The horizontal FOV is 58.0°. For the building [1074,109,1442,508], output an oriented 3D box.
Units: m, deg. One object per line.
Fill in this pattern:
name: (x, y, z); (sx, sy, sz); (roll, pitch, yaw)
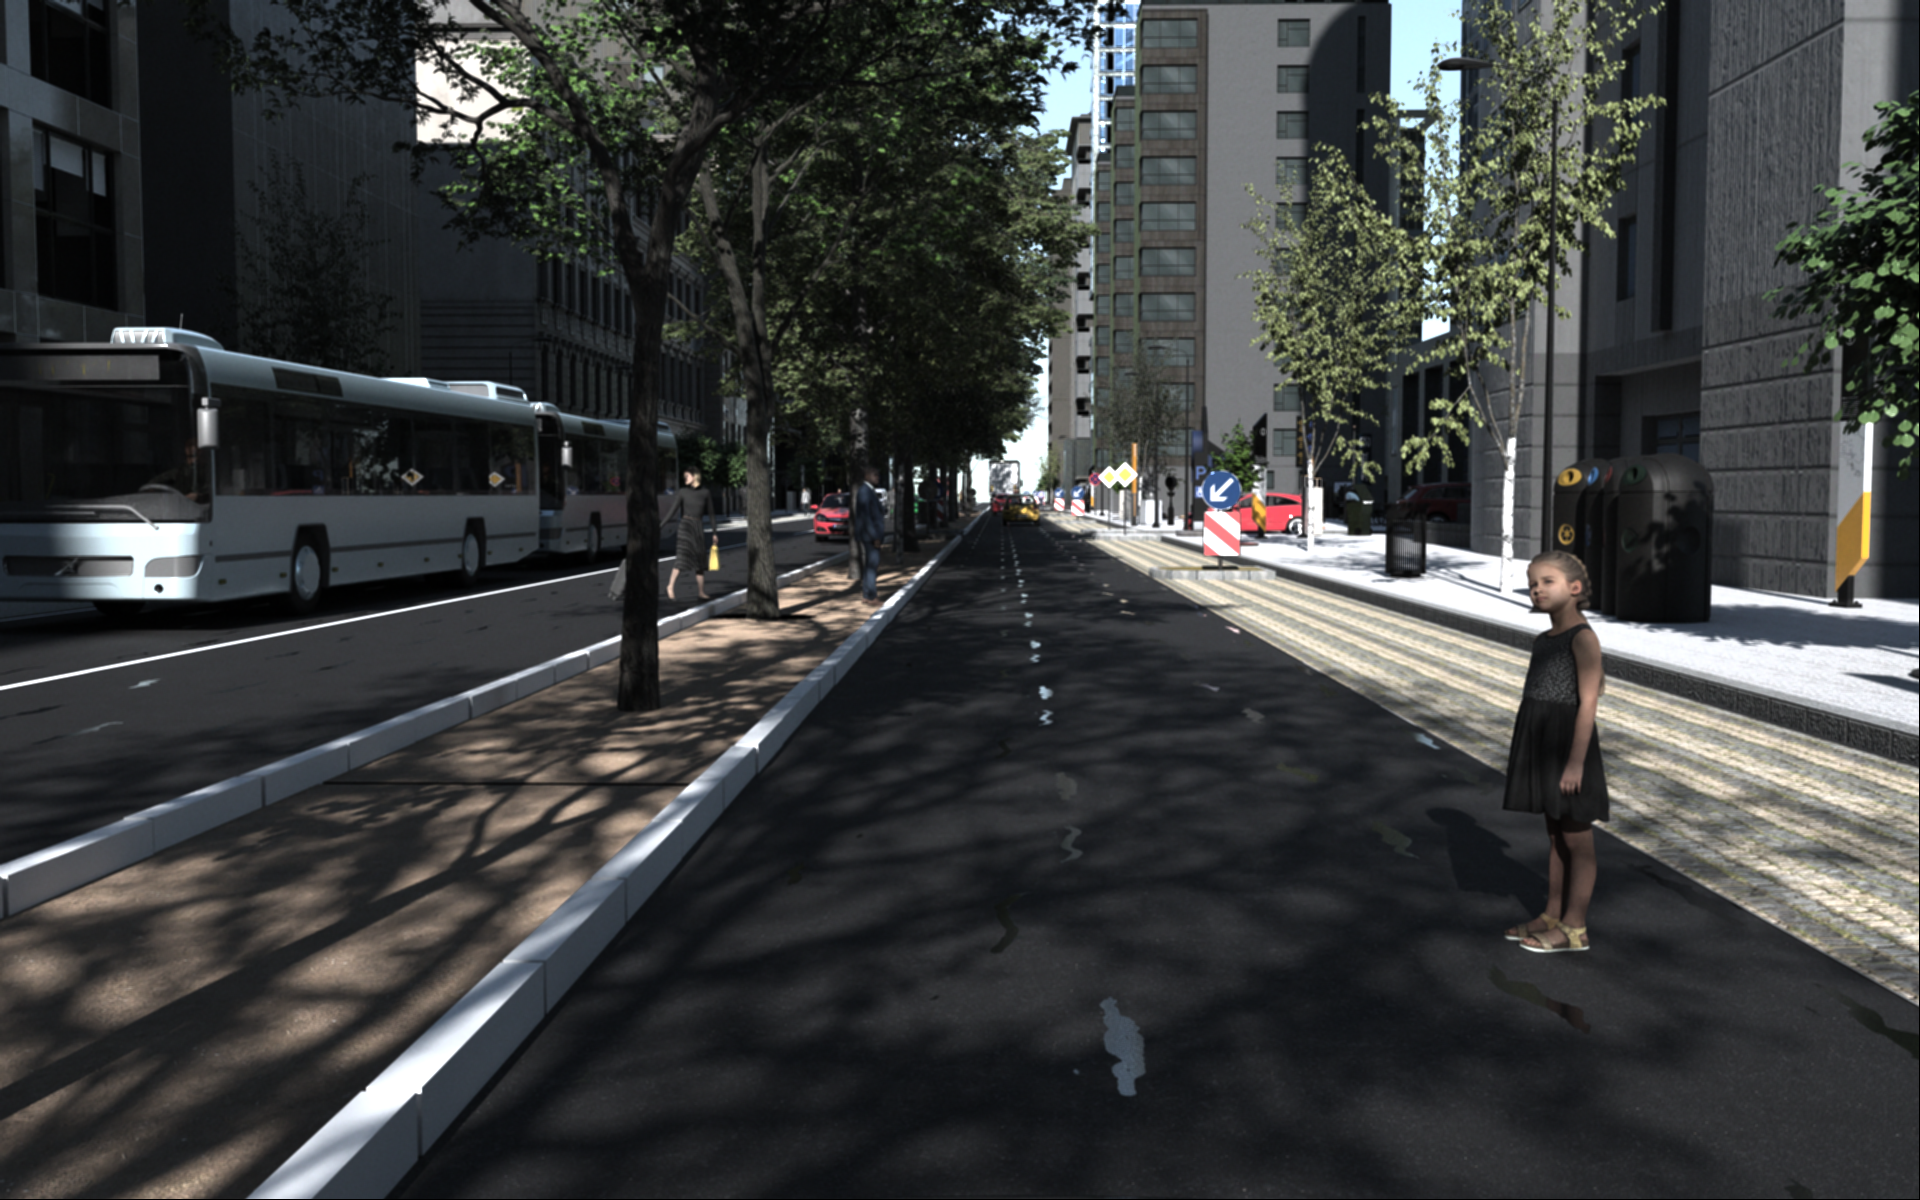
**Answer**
building: (27.495, -29.104, 167.729); (32.217, 40.220, 23.993); (0, 4, 1)

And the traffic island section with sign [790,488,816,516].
traffic island section with sign: (-9.957, -6.347, 112.403); (1.989, 1.847, 2.006); (0, 4, 1)

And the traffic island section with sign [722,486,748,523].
traffic island section with sign: (-10.603, -4.699, 85.456); (1.989, 1.847, 2.006); (0, 4, 1)

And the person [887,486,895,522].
person: (-3.426, -4.867, 87.880); (0.655, 1.846, 0.447); (2, 4, 26)

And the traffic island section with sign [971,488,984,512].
traffic island section with sign: (0.938, -7.899, 137.283); (2.006, 1.907, 1.989); (0, 4, 1)

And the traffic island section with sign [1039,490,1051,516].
traffic island section with sign: (6.250, -6.289, 111.445); (1.989, 1.847, 2.006); (0, 4, 1)

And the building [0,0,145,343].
building: (-25.669, -12.936, 16.015); (19.350, 26.468, 34.151); (0, 4, 1)

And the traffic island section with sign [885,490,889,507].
traffic island section with sign: (-8.080, -11.077, 189.737); (1.989, 1.847, 2.006); (0, 4, 1)

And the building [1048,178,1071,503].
building: (24.202, -38.946, 260.468); (21.300, 48.544, 21.600); (0, 4, 1)

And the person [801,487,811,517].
person: (-9.512, -6.054, 107.324); (0.795, 1.843, 0.661); (3, 5, 42)

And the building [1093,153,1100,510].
building: (18.418, -23.090, 149.224); (14.160, 30.474, 14.107); (0, 4, 1)

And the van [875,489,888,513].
van: (-6.417, -7.587, 131.057); (2.013, 2.044, 4.112); (0, 4, 3)

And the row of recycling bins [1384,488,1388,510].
row of recycling bins: (30.179, -7.051, 122.392); (1.069, 1.692, 3.534); (1, 4, 10)

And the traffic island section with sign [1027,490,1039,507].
traffic island section with sign: (7.455, -9.352, 161.529); (1.989, 1.847, 2.006); (0, 4, 1)

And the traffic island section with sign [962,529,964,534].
traffic island section with sign: (-0.868, -3.305, 62.167); (2.006, 1.907, 1.989); (0, 4, 1)

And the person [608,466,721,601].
person: (-3.926, -0.892, 23.303); (1.509, 1.804, 0.699); (2, 4, 26)

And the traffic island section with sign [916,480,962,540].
traffic island section with sign: (-1.056, -2.852, 54.762); (2.006, 1.907, 1.989); (0, 4, 1)

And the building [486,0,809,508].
building: (-27.805, -34.385, 151.439); (28.713, 52.752, 27.495); (0, 4, 1)

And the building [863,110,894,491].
building: (-21.091, -58.313, 266.093); (22.319, 86.520, 31.000); (0, 4, 1)

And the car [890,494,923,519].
car: (-3.074, -5.546, 99.475); (1.959, 1.807, 4.718); (0, 3, 0)

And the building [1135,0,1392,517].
building: (17.303, -20.316, 103.861); (14.160, 30.474, 14.107); (0, 4, 1)

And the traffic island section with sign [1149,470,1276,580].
traffic island section with sign: (4.275, -1.288, 29.682); (1.989, 1.847, 2.006); (0, 4, 1)

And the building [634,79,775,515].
building: (-19.632, -19.483, 115.809); (12.463, 27.353, 25.104); (0, 4, 1)

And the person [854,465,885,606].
person: (-1.152, -0.832, 22.292); (0.419, 1.800, 0.721); (0, 4, -5)

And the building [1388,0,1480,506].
building: (35.024, -46.502, 72.979); (31.000, 86.520, 22.319); (0, 4, 1)

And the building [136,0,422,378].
building: (-31.163, -13.899, 46.318); (30.058, 24.678, 14.314); (0, 4, 1)

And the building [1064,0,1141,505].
building: (23.473, -53.896, 193.865); (22.319, 86.520, 31.000); (0, 4, 1)

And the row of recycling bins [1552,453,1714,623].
row of recycling bins: (7.294, -0.719, 18.861); (1.069, 1.692, 3.534); (0, 4, 6)

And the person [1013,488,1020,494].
person: (3.943, -6.812, 119.843); (0.580, 1.828, 0.573); (2, 4, 25)

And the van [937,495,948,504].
van: (-2.719, -15.376, 258.412); (2.013, 2.044, 4.112); (0, 4, 2)

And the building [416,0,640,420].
building: (-20.204, -13.700, 73.145); (9.793, 20.994, 18.267); (0, 4, 1)

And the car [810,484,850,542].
car: (-3.460, -2.684, 52.931); (2.155, 1.783, 4.494); (0, 4, -1)

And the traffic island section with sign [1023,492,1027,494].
traffic island section with sign: (8.134, -11.052, 189.330); (1.989, 1.847, 2.006); (0, 4, 1)

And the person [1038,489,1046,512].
person: (6.723, -8.154, 141.686); (0.709, 1.838, 0.599); (2, 4, 31)

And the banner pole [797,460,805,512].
banner pole: (-11.651, -8.396, 127.295); (0.401, 3.779, 0.863); (3, 4, 37)

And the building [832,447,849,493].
building: (-18.947, -26.327, 202.144); (14.160, 30.474, 14.107); (0, 4, 1)

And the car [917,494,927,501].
car: (-4.259, -11.166, 194.365); (2.131, 1.459, 4.920); (0, 4, 1)

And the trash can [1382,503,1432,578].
trash can: (6.874, -0.920, 26.692); (0.748, 1.137, 0.748); (0, 3, 0)

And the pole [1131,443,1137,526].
pole: (6.979, -4.624, 69.449); (0.158, 3.312, 0.155); (0, 3, 0)

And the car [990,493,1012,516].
car: (3.061, -6.474, 114.895); (2.155, 1.783, 4.494); (0, 4, 3)

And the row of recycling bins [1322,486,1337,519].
row of recycling bins: (19.784, -5.216, 92.388); (1.069, 1.692, 3.534); (0, 4, -1)

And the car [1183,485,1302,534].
car: (9.674, -2.977, 57.711); (4.494, 1.783, 2.155); (0, 4, 2)

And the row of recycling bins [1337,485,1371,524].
row of recycling bins: (17.004, -4.114, 74.382); (1.069, 1.692, 3.534); (0, 4, 8)

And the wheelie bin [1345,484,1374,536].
wheelie bin: (12.314, -2.789, 53.516); (0.980, 1.594, 0.693); (-3, 5, -42)

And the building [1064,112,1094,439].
building: (28.999, -39.540, 235.715); (28.713, 52.752, 27.495); (0, 4, 1)

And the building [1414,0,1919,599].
building: (21.475, -30.044, 33.218); (21.231, 58.520, 28.212); (0, 4, 1)

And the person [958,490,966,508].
person: (0.119, -10.442, 179.328); (1.348, 1.812, 0.705); (-1, 4, -20)

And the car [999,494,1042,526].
car: (2.794, -4.245, 79.623); (2.015, 1.641, 3.980); (0, 4, 1)

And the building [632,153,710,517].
building: (-20.469, -15.702, 92.883); (11.583, 22.565, 21.152); (0, 4, 1)

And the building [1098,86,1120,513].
building: (17.809, -21.665, 125.921); (14.160, 30.474, 14.107); (0, 4, 1)

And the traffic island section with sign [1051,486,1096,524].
traffic island section with sign: (5.607, -4.640, 84.498); (1.989, 1.847, 2.006); (0, 4, 1)

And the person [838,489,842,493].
person: (-7.425, -5.914, 105.557); (0.716, 1.782, 0.532); (-1, 4, -22)

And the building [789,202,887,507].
building: (-21.669, -35.650, 237.495); (22.147, 44.769, 28.867); (0, 4, 1)

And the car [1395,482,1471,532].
car: (17.014, -2.966, 57.174); (5.304, 1.827, 2.281); (0, 4, 1)

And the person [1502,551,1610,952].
person: (1.874, 0.471, 5.464); (0.373, 1.253, 0.362); (0, 4, -7)
